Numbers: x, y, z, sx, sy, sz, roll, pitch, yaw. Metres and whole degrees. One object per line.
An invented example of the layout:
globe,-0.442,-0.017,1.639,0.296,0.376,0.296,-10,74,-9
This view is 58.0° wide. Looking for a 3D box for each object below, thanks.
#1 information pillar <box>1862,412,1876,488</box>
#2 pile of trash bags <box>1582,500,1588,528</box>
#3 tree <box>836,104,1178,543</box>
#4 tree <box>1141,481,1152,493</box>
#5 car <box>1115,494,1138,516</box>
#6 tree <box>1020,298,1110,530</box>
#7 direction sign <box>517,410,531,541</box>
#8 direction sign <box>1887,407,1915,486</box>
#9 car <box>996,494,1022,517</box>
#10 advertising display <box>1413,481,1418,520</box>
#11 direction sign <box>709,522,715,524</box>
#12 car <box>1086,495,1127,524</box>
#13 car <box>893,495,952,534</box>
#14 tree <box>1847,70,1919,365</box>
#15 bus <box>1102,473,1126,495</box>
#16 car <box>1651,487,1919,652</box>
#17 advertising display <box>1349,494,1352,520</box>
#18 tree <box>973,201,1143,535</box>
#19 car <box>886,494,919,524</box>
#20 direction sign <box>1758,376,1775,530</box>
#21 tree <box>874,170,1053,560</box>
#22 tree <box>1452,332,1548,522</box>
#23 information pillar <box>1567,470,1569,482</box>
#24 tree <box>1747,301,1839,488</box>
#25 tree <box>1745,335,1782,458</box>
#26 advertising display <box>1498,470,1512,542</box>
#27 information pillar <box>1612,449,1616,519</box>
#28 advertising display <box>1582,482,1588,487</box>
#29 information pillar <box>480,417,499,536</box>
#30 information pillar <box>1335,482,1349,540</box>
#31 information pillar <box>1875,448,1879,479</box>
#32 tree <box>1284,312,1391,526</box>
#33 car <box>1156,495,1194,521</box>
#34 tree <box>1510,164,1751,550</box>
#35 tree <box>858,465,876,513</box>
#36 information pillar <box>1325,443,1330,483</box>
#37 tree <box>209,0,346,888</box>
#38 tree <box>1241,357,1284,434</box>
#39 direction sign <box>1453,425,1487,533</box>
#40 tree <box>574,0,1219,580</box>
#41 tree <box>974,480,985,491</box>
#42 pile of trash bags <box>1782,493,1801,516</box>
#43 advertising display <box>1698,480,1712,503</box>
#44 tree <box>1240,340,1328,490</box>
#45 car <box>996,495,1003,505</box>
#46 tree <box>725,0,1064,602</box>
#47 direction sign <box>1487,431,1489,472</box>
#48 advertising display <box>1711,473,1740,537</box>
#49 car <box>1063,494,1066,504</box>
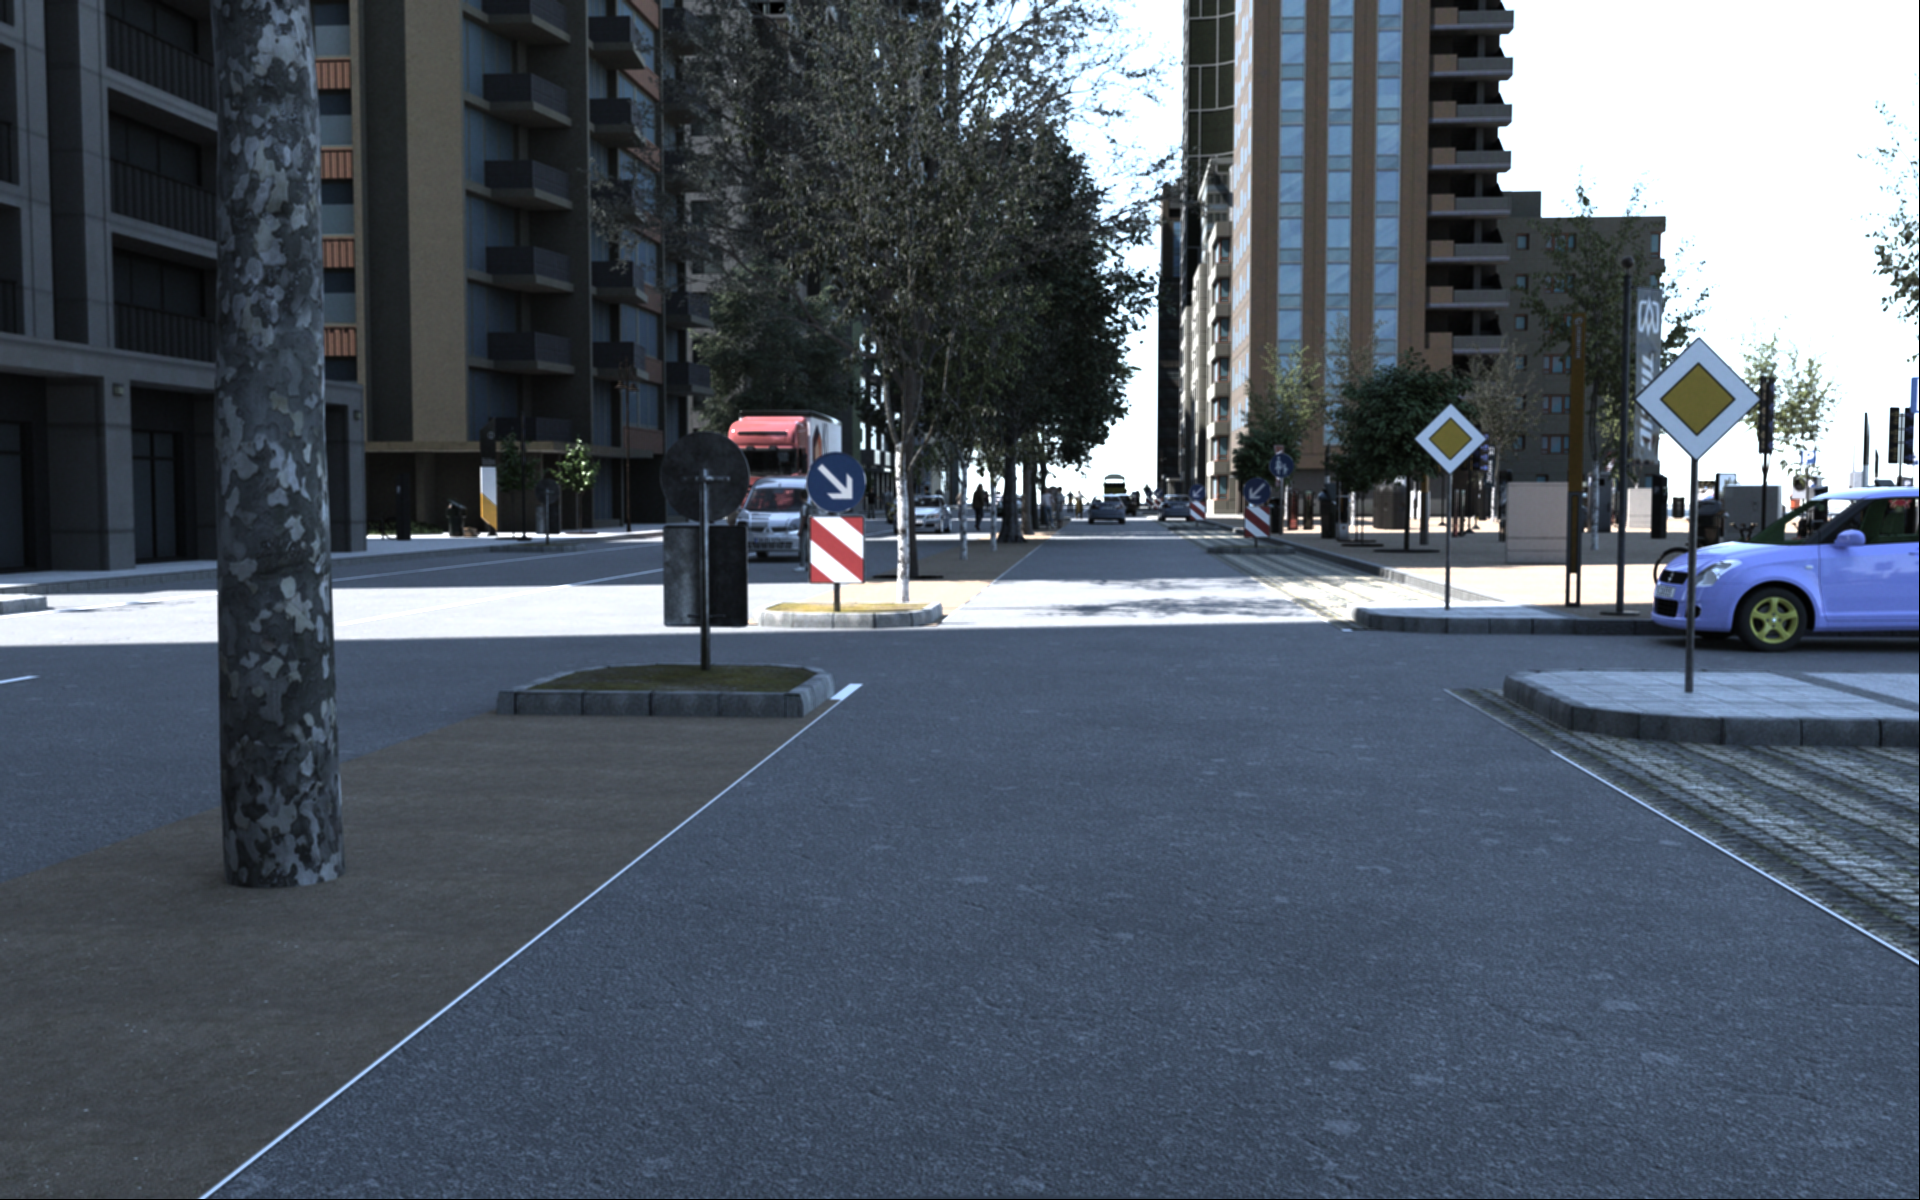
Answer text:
information pillar,25.867,-3.554,49.469,0.183,3.616,0.504,3,4,39
pile of trash bags,22.084,-3.420,65.666,3.447,1.369,1.912,-1,4,-11
tree,1.478,-8.011,50.441,9.611,12.733,9.660,0,3,0
tree,26.947,-15.572,249.209,1.663,3.219,1.824,0,3,0
car,10.766,-6.399,114.410,2.009,1.686,4.222,0,4,5
tree,3.781,-9.247,79.396,9.928,11.665,9.643,0,3,0
direction sign,-11.944,-3.387,47.369,0.379,3.537,0.876,-1,4,-9
direction sign,24.466,-3.246,45.075,0.876,3.537,0.379,-1,4,-21
car,3.352,-6.043,110.608,2.131,1.459,4.920,0,4,6
advertising display,22.692,-4.959,86.298,0.123,1.923,0.974,0,4,8
direction sign,-10.807,-5.073,74.945,0.379,3.537,0.876,2,4,29
car,7.112,-4.407,84.064,2.014,1.417,4.499,0,4,4
car,-1.344,-3.160,63.664,2.014,1.417,4.499,0,4,6
tree,17.466,-4.866,29.914,4.360,8.622,3.978,0,3,0
bus,18.443,-13.181,207.053,2.896,3.916,12.252,0,4,5
car,8.517,-0.412,16.333,3.694,1.707,1.945,0,4,5
advertising display,19.522,-5.002,87.003,0.123,1.923,0.974,3,4,39
tree,2.405,-8.508,59.685,7.486,12.596,7.792,0,3,0
car,-2.525,-4.528,84.254,2.015,1.641,3.980,0,4,3
direction sign,15.595,-2.542,33.552,0.379,3.537,0.876,3,5,40
tree,0.056,-5.188,37.648,4.737,8.622,4.395,0,3,0
tree,24.793,-7.926,79.955,4.360,8.622,3.978,0,3,0
information pillar,18.461,-2.914,52.140,0.304,2.012,0.304,-1,4,-9
tree,30.617,-7.041,65.483,4.737,8.622,4.395,0,3,0
tree,36.217,-7.573,74.177,4.360,8.622,3.978,0,3,0
advertising display,14.679,-2.536,46.685,0.123,1.923,0.974,0,4,4
information pillar,33.784,-6.025,89.867,0.504,3.616,0.183,-1,4,-12
advertising display,32.074,-5.139,89.240,0.123,1.923,0.974,3,5,41
information pillar,-14.337,-3.752,52.702,0.504,3.616,0.183,-3,4,-37
information pillar,10.763,-2.706,48.733,0.304,2.012,0.304,0,4,-5
information pillar,46.455,-5.901,87.840,0.183,3.616,0.504,1,4,12
tree,15.703,-7.267,69.181,4.360,8.622,3.978,0,3,0
car,11.419,-4.864,91.536,2.014,1.417,4.499,0,4,4
tree,14.734,-5.437,39.265,4.737,8.622,4.395,0,3,0
tree,-6.485,-7.440,116.242,1.663,3.219,1.824,0,3,0
information pillar,16.774,-5.367,79.103,0.183,3.616,0.504,0,4,-5
tree,-1.380,-8.963,4.894,12.611,20.169,13.585,0,3,0
tree,16.693,-8.474,88.912,4.360,8.622,3.978,0,3,0
direction sign,16.727,-3.964,56.813,0.379,3.537,0.876,-2,4,-27
tree,-0.896,-7.111,29.092,12.009,13.543,11.850,0,3,0
tree,2.838,-14.511,231.852,1.663,3.219,1.824,0,3,0
pile of trash bags,42.453,-4.939,90.505,3.447,1.369,1.912,-1,4,-16
advertising display,34.927,-4.656,81.340,0.974,1.923,0.123,2,4,33
tree,15.484,-8.071,82.317,4.737,8.622,4.395,0,3,0
car,4.388,-10.355,181.666,2.083,1.381,4.827,0,4,6
tree,-0.704,-4.166,20.926,4.360,8.622,3.978,0,3,0
direction sign,18.736,-4.331,62.809,0.876,3.537,0.379,3,5,40
advertising display,23.044,-2.870,52.139,0.974,1.923,0.123,-2,4,-35
car,13.903,-14.309,242.987,2.155,1.783,4.494,0,4,3
